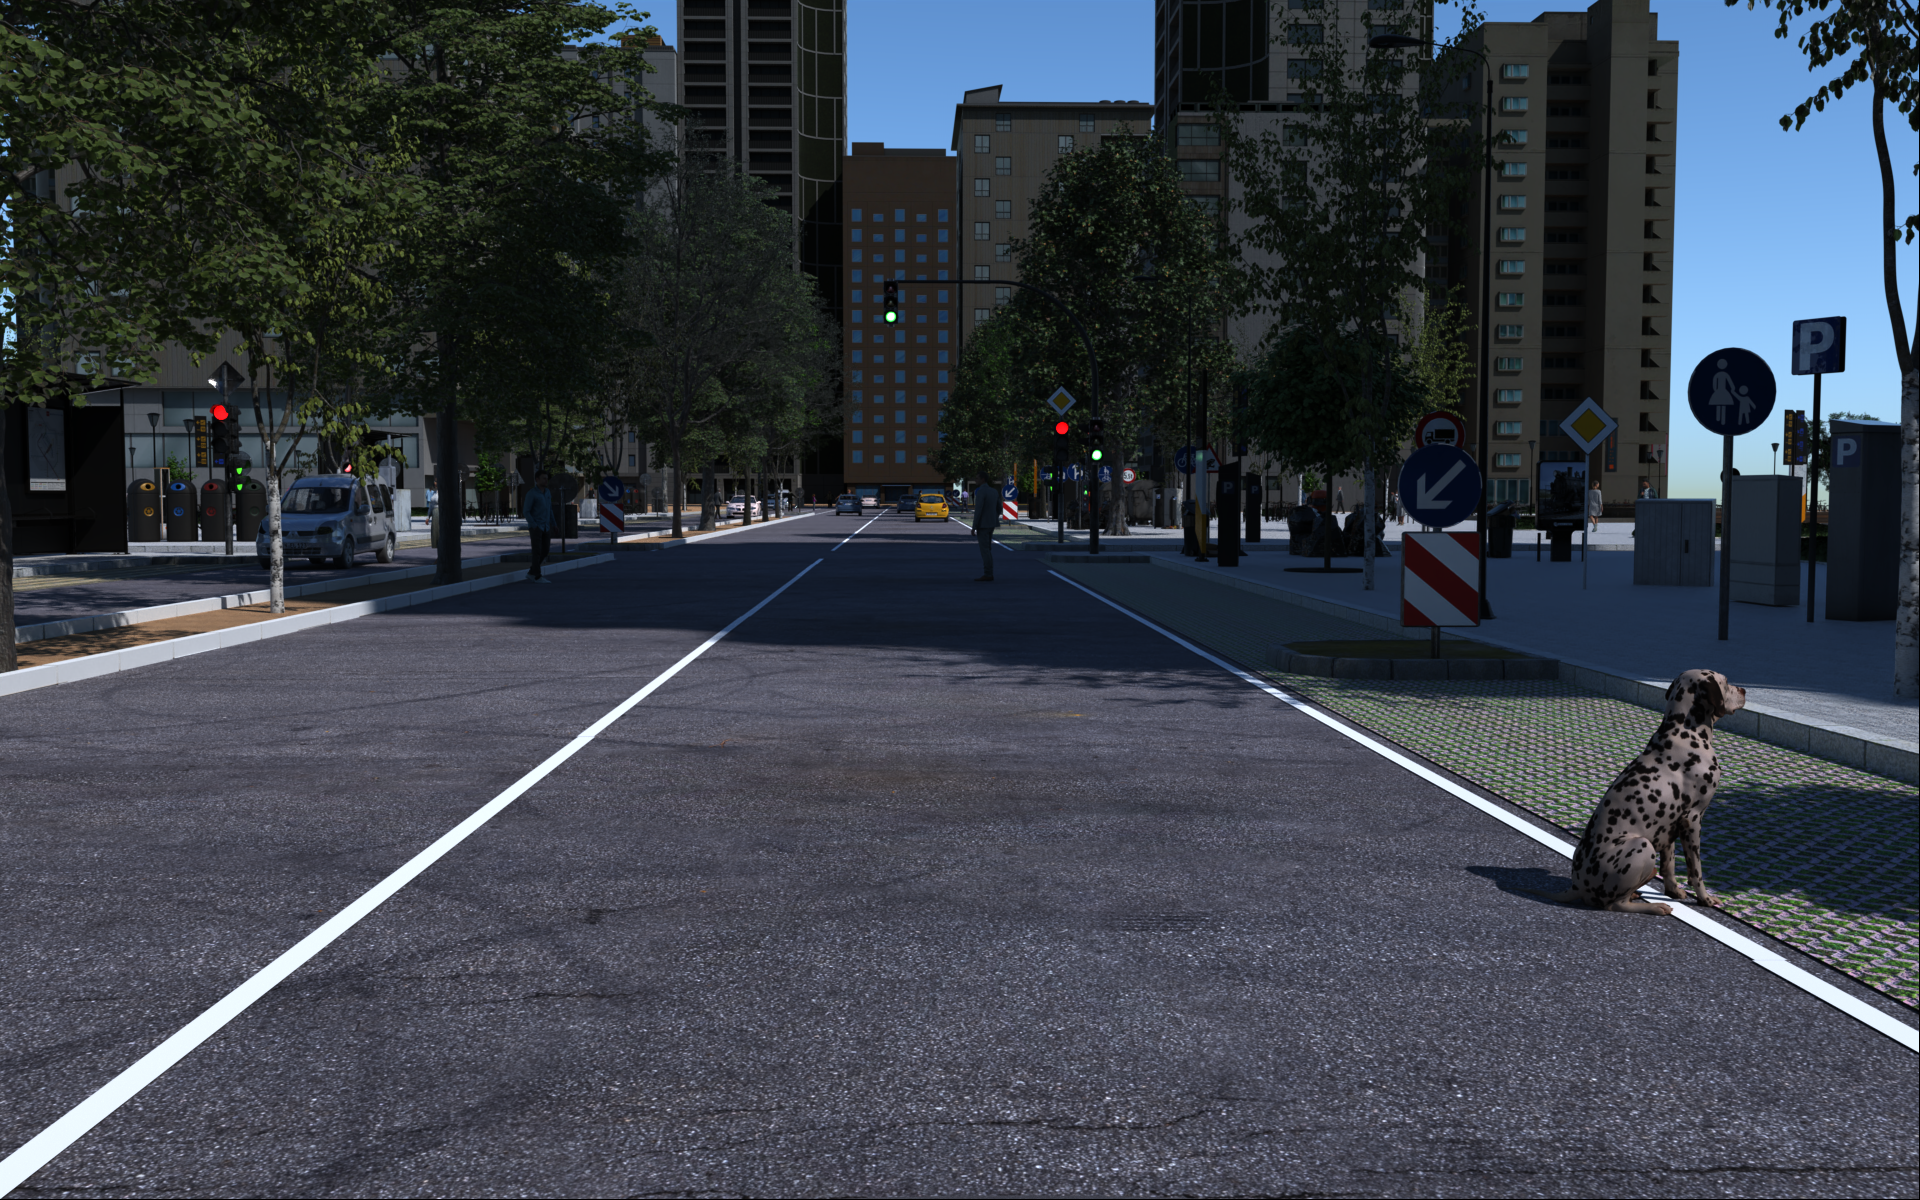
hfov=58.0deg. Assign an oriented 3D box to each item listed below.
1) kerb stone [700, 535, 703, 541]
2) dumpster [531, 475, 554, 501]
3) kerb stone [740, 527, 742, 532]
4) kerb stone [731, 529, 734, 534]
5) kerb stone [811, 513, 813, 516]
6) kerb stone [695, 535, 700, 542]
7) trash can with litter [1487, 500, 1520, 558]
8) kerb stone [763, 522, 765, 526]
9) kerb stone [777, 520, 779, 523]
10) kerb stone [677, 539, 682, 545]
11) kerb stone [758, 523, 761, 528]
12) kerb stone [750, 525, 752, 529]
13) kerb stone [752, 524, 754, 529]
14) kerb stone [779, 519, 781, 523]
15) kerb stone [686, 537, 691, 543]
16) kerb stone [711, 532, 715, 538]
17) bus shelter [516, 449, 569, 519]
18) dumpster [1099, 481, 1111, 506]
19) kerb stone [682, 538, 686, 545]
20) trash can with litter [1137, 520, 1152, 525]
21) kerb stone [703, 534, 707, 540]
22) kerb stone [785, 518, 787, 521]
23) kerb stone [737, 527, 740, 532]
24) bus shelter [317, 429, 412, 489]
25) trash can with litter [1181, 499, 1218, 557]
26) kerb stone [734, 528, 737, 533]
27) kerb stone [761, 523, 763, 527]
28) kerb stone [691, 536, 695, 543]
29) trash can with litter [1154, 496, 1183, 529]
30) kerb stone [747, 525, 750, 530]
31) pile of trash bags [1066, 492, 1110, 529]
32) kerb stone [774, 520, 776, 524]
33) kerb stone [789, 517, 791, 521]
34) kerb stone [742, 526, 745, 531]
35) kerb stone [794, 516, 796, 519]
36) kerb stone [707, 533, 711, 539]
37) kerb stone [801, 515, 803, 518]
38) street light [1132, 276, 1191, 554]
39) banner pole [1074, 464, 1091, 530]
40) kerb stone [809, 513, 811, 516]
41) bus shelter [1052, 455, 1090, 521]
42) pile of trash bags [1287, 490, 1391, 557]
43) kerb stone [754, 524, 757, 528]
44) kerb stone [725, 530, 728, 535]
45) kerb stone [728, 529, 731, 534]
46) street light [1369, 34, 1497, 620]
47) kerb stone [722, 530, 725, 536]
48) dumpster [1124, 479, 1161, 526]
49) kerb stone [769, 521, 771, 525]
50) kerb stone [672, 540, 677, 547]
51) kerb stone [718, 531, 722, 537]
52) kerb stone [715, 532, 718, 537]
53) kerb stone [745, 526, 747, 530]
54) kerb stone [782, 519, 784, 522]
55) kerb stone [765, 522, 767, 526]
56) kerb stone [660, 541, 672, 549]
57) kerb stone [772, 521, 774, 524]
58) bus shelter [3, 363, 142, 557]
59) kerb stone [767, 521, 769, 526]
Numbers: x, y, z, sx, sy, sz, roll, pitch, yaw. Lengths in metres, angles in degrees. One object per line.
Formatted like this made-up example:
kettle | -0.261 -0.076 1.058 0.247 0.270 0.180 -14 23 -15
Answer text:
kerb stone | -8.048 -1.884 53.005 0.120 0.150 1.000 0 4 -2
dumpster | -20.682 -5.176 87.119 1.502 2.255 1.985 0 4 -2
kerb stone | -8.417 -2.630 65.313 0.120 0.150 1.000 0 4 -2
kerb stone | -8.319 -2.449 62.238 0.120 0.150 1.000 0 4 -2
kerb stone | -9.872 -5.580 113.470 0.120 0.150 1.000 0 4 -2
kerb stone | -8.009 -1.820 51.977 0.120 0.150 1.000 0 4 -2
trash can with litter | 10.634 -1.428 34.737 1.055 1.170 0.624 0 4 -8
kerb stone | -8.728 -3.261 75.566 0.120 0.150 1.000 0 4 -2
kerb stone | -8.975 -3.766 83.778 0.120 0.150 1.000 0 4 -2
kerb stone | -7.893 -1.571 47.881 0.120 0.150 1.000 0 4 -2
kerb stone | -8.664 -3.139 73.518 0.120 0.150 1.000 0 4 -2
kerb stone | -8.541 -2.888 69.413 0.120 0.150 1.000 0 4 -2
kerb stone | -8.574 -2.950 70.436 0.120 0.150 1.000 0 4 -2
kerb stone | -9.008 -3.829 84.799 0.120 0.150 1.000 0 4 -2
kerb stone | -7.955 -1.688 49.927 0.120 0.150 1.000 0 4 -2
kerb stone | -8.139 -2.070 56.079 0.120 0.150 1.000 0 4 -2
bus shelter | -22.192 -6.192 92.520 1.731 3.624 6.357 0 4 -2
dumpster | 6.659 -4.211 74.601 1.264 1.857 1.865 0 4 -2
kerb stone | -7.923 -1.629 48.906 0.120 0.150 1.000 0 4 -2
trash can with litter | 7.754 -3.672 71.429 1.055 1.170 0.624 -1 4 -15
kerb stone | -8.076 -1.944 54.027 0.120 0.150 1.000 0 4 -2
kerb stone | -9.128 -4.078 88.901 0.120 0.150 1.000 0 4 -2
kerb stone | -8.387 -2.568 64.291 0.120 0.150 1.000 0 4 -2
bus shelter | -22.420 -4.540 65.512 1.731 3.624 6.357 0 4 -2
trash can with litter | 5.004 -1.473 35.475 0.624 1.170 1.055 -2 4 -28
kerb stone | -8.353 -2.508 63.269 0.120 0.150 1.000 0 4 -2
kerb stone | -8.692 -3.202 74.541 0.120 0.150 1.000 0 4 -2
kerb stone | -7.985 -1.759 50.955 0.120 0.150 1.000 0 4 -2
trash can with litter | 8.024 -3.238 64.005 1.678 1.210 2.233 1 4 15
kerb stone | -8.514 -2.825 68.385 0.120 0.150 1.000 0 4 -2
pile of trash bags | 4.880 -3.340 64.366 1.912 1.369 3.447 0 4 1
kerb stone | -8.911 -3.641 81.726 0.120 0.150 1.000 0 4 -2
kerb stone | -9.223 -4.267 91.966 0.120 0.150 1.000 0 4 -2
kerb stone | -8.450 -2.698 66.334 0.120 0.150 1.000 0 4 -2
kerb stone | -9.354 -4.518 96.070 0.120 0.150 1.000 0 4 -2
kerb stone | -8.112 -2.010 55.057 0.120 0.150 1.000 0 4 -2
kerb stone | -9.532 -4.892 102.213 0.120 0.150 1.000 0 4 -2
street light | 4.358 -3.945 37.040 1.470 5.913 1.316 0 4 -2
banner pole | 4.404 -4.373 61.519 0.401 3.779 0.863 -2 4 -34
kerb stone | -9.778 -5.395 110.398 0.120 0.150 1.000 0 4 -2
bus shelter | 5.100 -5.535 81.782 1.731 3.624 6.357 0 4 -2
pile of trash bags | 7.874 -1.648 36.692 1.912 1.369 3.447 0 3 0
kerb stone | -8.601 -3.013 71.461 0.120 0.150 1.000 0 4 -2
kerb stone | -8.264 -2.323 60.182 0.120 0.150 1.000 0 4 -2
kerb stone | -8.291 -2.381 61.211 0.120 0.150 1.000 0 4 -2
street light | 4.831 -2.762 17.694 1.470 5.913 1.316 0 4 -2
kerb stone | -8.232 -2.260 59.160 0.120 0.150 1.000 0 4 -2
dumpster | 7.366 -3.886 69.287 1.264 1.857 1.865 0 4 -2
kerb stone | -8.816 -3.447 78.644 0.120 0.150 1.000 0 4 -2
kerb stone | -7.862 -1.500 46.854 0.120 0.150 1.000 0 4 -2
kerb stone | -8.192 -2.198 58.137 0.120 0.150 1.000 0 4 -2
kerb stone | -8.167 -2.130 57.103 0.120 0.150 1.000 0 4 -2
kerb stone | -8.472 -2.762 67.356 0.120 0.150 1.000 0 4 -2
kerb stone | -9.072 -3.949 86.849 0.120 0.150 1.000 0 4 -2
kerb stone | -8.759 -3.322 76.588 0.120 0.150 1.000 0 4 -2
kerb stone | -7.825 -1.445 45.832 0.120 0.150 1.000 0 4 -2
kerb stone | -8.886 -3.578 80.694 0.120 0.150 1.000 0 4 -2
bus shelter | -18.069 -2.590 33.628 1.731 3.624 6.357 0 4 -2
kerb stone | -8.782 -3.388 77.611 0.120 0.150 1.000 0 4 -2
